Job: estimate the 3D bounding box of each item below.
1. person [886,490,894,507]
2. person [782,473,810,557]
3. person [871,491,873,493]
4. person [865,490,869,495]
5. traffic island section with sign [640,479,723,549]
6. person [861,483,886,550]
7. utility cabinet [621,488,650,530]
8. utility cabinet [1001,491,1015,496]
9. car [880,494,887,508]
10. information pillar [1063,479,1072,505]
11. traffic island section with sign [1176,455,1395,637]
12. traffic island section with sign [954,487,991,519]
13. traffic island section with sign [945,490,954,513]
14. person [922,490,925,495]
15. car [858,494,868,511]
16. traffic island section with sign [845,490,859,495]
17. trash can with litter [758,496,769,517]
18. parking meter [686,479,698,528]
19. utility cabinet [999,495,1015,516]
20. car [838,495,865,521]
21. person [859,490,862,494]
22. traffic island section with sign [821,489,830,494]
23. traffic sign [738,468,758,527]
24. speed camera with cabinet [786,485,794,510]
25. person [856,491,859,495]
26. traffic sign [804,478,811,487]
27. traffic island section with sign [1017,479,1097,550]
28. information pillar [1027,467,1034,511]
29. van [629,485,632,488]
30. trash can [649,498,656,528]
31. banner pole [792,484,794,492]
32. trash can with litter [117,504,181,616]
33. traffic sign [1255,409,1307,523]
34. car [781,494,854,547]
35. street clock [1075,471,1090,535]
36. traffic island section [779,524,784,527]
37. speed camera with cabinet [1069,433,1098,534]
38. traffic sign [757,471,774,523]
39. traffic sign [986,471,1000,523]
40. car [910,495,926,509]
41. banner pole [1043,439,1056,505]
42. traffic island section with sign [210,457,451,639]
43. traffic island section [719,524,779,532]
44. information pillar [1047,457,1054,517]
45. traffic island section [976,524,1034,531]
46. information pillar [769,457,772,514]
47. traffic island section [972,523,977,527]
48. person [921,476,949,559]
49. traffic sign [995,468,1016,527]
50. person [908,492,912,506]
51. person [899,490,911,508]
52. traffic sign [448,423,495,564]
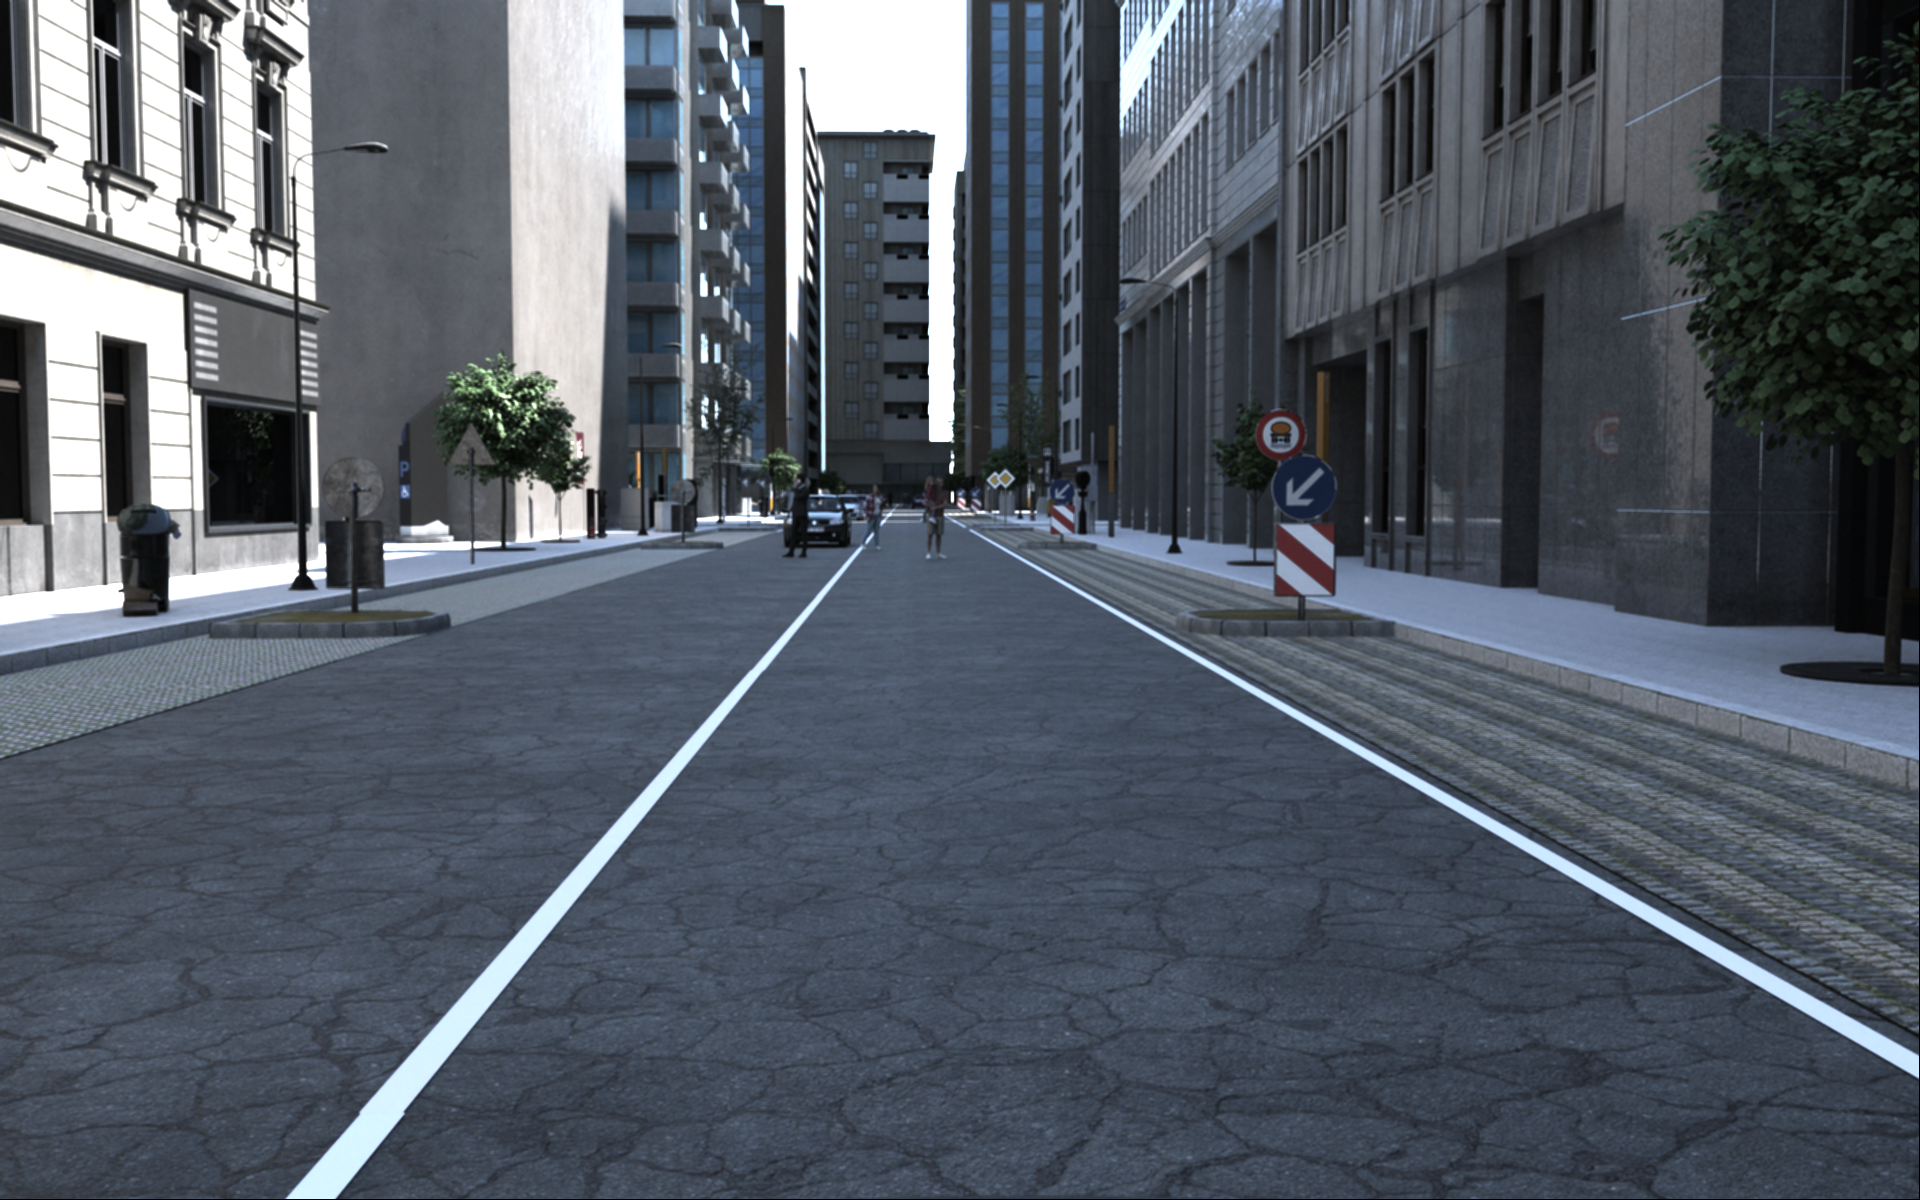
[{"bbox_3d":[-7.700,-11.160,190.930,1.348,1.831,0.705,3,5,39],"label":"person"},{"bbox_3d":[-3.685,-1.923,39.298,0.474,1.900,0.648,-3,5,-42],"label":"person"},{"bbox_3d":[-11.582,-13.370,227.089,0.705,1.826,1.348,0,4,-1],"label":"person"},{"bbox_3d":[-8.906,-9.629,166.077,1.348,1.807,0.705,-2,4,-27],"label":"person"},{"bbox_3d":[-7.276,-2.258,45.552,1.989,1.847,2.006,0,4,-2],"label":"traffic island section with sign"},{"bbox_3d":[-2.228,-2.162,44.680,0.563,1.720,0.643,-3,5,-41],"label":"person"},{"bbox_3d":[-11.366,-3.176,60.612,1.173,1.500,0.318,3,5,39],"label":"utility cabinet"},{"bbox_3d":[3.266,-6.664,117.643,0.318,1.500,1.173,-3,5,-39],"label":"utility cabinet"},{"bbox_3d":[-8.618,-10.482,180.423,2.155,1.783,4.494,0,4,-1],"label":"car"},{"bbox_3d":[5.162,-4.823,83.342,0.304,2.012,0.304,-3,4,-37],"label":"information pillar"},{"bbox_3d":[3.338,-0.587,18.221,1.989,1.847,2.006,0,4,-2],"label":"traffic island section with sign"},{"bbox_3d":[0.795,-5.648,100.972,1.989,1.847,2.006,0,4,-2],"label":"traffic island section with sign"},{"bbox_3d":[-0.036,-7.309,128.129,1.989,1.847,2.006,0,4,-2],"label":"traffic island section with sign"},{"bbox_3d":[-4.056,-10.862,185.955,0.599,1.838,0.709,0,4,1],"label":"person"},{"bbox_3d":[-7.182,-7.126,128.520,2.014,1.417,4.499,0,4,0],"label":"car"},{"bbox_3d":[-11.331,-10.326,177.451,1.989,1.847,2.006,0,4,-2],"label":"traffic island section with sign"},{"bbox_3d":[-10.870,-5.155,95.667,0.624,1.170,1.055,0,4,-6],"label":"trash can with litter"},{"bbox_3d":[-10.178,-3.676,65.814,0.399,1.863,0.255,0,4,4],"label":"parking meter"},{"bbox_3d":[2.754,-5.536,101.677,1.020,1.237,0.306,3,5,43],"label":"utility cabinet"},{"bbox_3d":[-6.110,-4.963,93.148,2.014,1.417,4.499,0,4,0],"label":"car"},{"bbox_3d":[-10.048,-10.106,173.672,0.705,1.831,1.348,2,4,27],"label":"person"},{"bbox_3d":[-9.782,-7.250,127.169,1.989,1.847,2.006,0,4,-2],"label":"traffic island section with sign"},{"bbox_3d":[-8.259,-3.911,67.582,0.795,2.450,0.064,0,4,-2],"label":"traffic sign"},{"bbox_3d":[-13.105,-8.484,133.044,0.660,3.252,2.038,1,4,19],"label":"speed camera with cabinet"},{"bbox_3d":[-9.435,-9.267,160.739,0.721,1.735,1.217,2,4,30],"label":"person"},{"bbox_3d":[-12.024,-8.254,135.057,0.768,2.556,0.104,0,4,1],"label":"traffic sign"},{"bbox_3d":[2.501,-2.245,45.337,1.989,1.847,2.006,0,4,-2],"label":"traffic island section with sign"},{"bbox_3d":[5.339,-8.525,130.738,0.504,3.616,0.183,-1,4,-13],"label":"information pillar"},{"bbox_3d":[-15.345,-3.905,70.857,4.112,2.044,2.013,0,4,-3],"label":"van"},{"bbox_3d":[-11.809,-3.274,65.180,0.748,1.137,0.748,0,3,0],"label":"trash can"},{"bbox_3d":[-14.269,-9.694,148.512,0.401,3.779,0.863,-2,4,-29],"label":"banner pole"},{"bbox_3d":[-8.705,-0.440,18.589,0.624,1.170,1.055,-1,4,-23],"label":"trash can with litter"},{"bbox_3d":[4.818,-1.589,26.092,0.768,2.556,0.104,0,4,4],"label":"traffic sign"},{"bbox_3d":[-3.931,-2.340,48.044,2.009,1.686,4.222,0,4,-2],"label":"car"},{"bbox_3d":[3.892,-3.080,54.920,0.358,2.002,0.471,3,5,44],"label":"street clock"},{"bbox_3d":[-8.527,-3.263,75.624,2.009,0.180,2.903,0,4,-2],"label":"traffic island section"},{"bbox_3d":[4.009,-3.801,56.488,0.660,3.252,2.038,0,4,-7],"label":"speed camera with cabinet"},{"bbox_3d":[-8.504,-4.399,75.563,0.795,2.450,0.064,0,4,-2],"label":"traffic sign"},{"bbox_3d":[1.537,-4.416,75.850,0.795,2.450,0.064,0,4,-2],"label":"traffic sign"},{"bbox_3d":[-3.822,-9.426,166.700,1.945,1.354,3.894,0,4,-3],"label":"car"},{"bbox_3d":[4.096,-5.413,78.527,0.863,3.779,0.401,2,4,34],"label":"banner pole"},{"bbox_3d":[-6.438,-0.575,18.026,1.989,1.847,2.006,0,4,-2],"label":"traffic island section with sign"},{"bbox_3d":[-8.282,-2.774,67.643,2.009,0.180,2.903,0,4,-2],"label":"traffic island section"},{"bbox_3d":[5.051,-6.413,96.213,0.504,3.616,0.183,-3,5,-44],"label":"information pillar"},{"bbox_3d":[1.805,-2.793,67.947,2.009,0.180,2.903,0,4,-2],"label":"traffic island section"},{"bbox_3d":[-12.041,-7.291,110.567,0.183,3.616,0.504,1,4,12],"label":"information pillar"},{"bbox_3d":[1.560,-3.281,75.928,2.009,0.180,2.903,0,4,-2],"label":"traffic island section"},{"bbox_3d":[-0.580,-1.830,38.401,0.573,1.828,0.580,2,4,34],"label":"person"},{"bbox_3d":[1.782,-3.928,67.869,0.795,2.450,0.064,0,4,-2],"label":"traffic sign"},{"bbox_3d":[-6.018,-12.169,208.259,0.742,1.727,0.445,2,4,27],"label":"person"},{"bbox_3d":[-5.673,-10.415,178.865,1.350,1.814,0.705,0,4,-1],"label":"person"},{"bbox_3d":[-8.917,-1.934,31.619,0.884,2.594,0.081,0,4,5],"label":"traffic sign"}]
